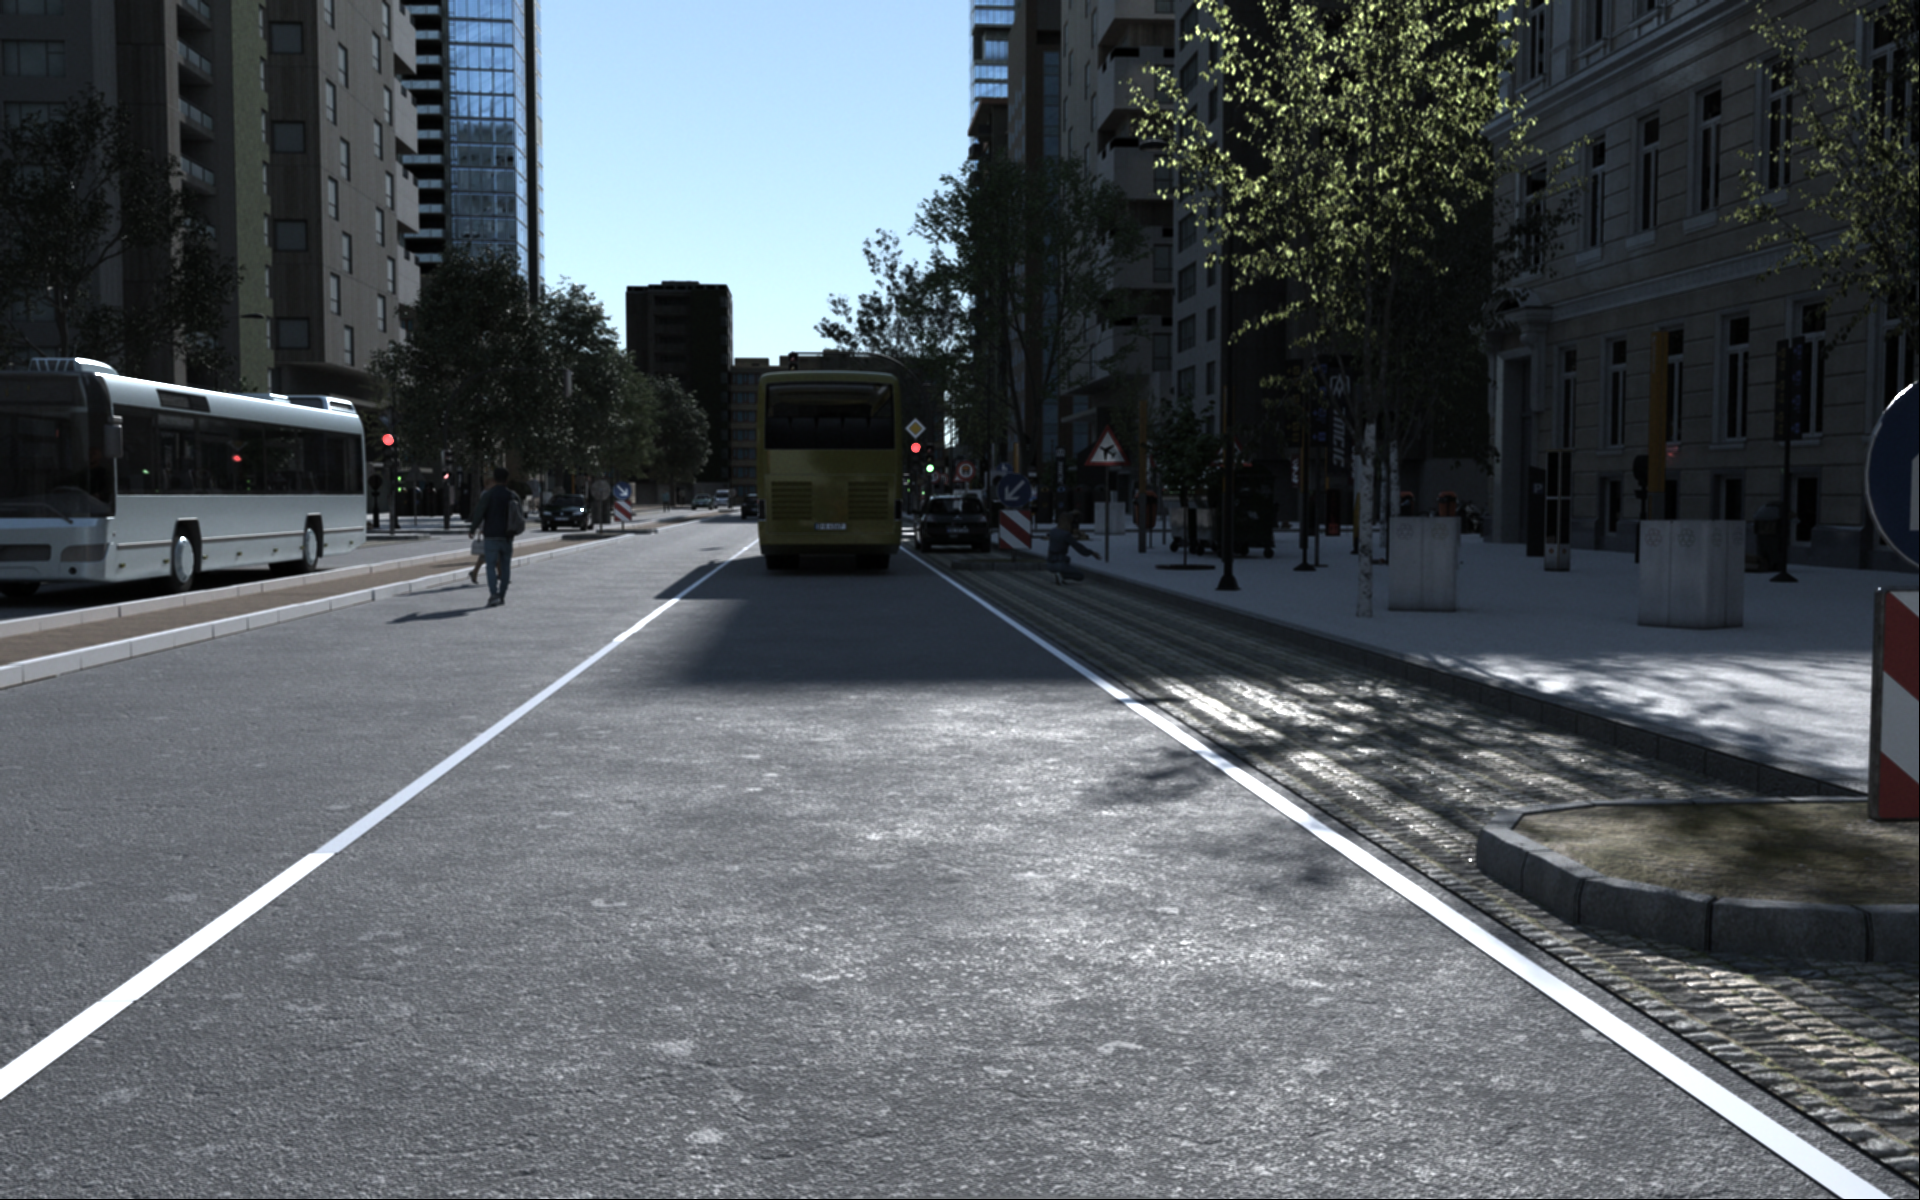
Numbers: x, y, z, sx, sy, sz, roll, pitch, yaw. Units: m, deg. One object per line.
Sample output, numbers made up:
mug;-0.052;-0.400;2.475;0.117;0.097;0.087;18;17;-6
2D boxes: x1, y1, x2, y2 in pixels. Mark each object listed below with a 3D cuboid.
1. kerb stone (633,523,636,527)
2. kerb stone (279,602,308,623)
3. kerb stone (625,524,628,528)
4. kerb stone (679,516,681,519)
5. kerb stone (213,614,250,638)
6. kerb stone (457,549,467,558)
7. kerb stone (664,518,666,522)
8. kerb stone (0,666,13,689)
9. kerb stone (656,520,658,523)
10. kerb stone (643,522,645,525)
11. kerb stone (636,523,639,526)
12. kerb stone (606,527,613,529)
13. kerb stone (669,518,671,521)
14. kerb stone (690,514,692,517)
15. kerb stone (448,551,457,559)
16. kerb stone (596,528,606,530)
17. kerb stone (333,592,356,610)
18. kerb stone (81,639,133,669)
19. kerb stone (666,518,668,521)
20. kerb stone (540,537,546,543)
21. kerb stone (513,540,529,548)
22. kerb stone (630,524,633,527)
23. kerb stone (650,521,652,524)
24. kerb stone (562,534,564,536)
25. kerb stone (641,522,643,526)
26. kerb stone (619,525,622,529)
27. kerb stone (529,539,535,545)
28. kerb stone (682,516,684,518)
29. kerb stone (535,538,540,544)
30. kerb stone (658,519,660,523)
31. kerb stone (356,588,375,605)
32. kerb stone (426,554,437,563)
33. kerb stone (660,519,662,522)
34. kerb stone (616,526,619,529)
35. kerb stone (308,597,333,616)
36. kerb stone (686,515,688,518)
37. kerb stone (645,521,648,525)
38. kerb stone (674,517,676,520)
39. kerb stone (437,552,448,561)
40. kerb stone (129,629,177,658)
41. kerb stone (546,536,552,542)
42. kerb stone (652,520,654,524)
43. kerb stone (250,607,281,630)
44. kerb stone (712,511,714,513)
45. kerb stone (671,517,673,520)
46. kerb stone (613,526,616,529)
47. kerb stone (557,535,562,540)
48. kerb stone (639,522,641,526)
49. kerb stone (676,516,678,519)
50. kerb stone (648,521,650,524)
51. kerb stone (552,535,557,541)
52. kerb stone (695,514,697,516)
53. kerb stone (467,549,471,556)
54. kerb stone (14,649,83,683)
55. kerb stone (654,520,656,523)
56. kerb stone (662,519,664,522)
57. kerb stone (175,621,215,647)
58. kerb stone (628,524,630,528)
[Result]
kerb stone;-14.128;-3.183;74.235;0.120;0.150;1.000;0;4;-5
kerb stone;-7.660;0.152;19.715;0.120;0.150;1.000;0;4;-5
kerb stone;-13.878;-2.996;71.174;0.120;0.150;1.000;0;4;-5
kerb stone;-16.001;-4.619;97.717;0.120;0.150;1.000;0;4;-5
kerb stone;-7.500;0.278;17.675;0.120;0.150;1.000;0;4;-5
kerb stone;-11.303;-1.022;38.939;0.120;0.150;1.000;0;4;-5
kerb stone;-15.262;-4.057;88.522;0.120;0.150;1.000;0;4;-5
kerb stone;-7.087;0.597;12.549;0.120;0.150;1.000;0;4;-5
kerb stone;-14.939;-3.807;84.442;0.120;0.150;1.000;0;4;-5
kerb stone;-14.450;-3.430;78.313;0.120;0.150;1.000;0;4;-5
kerb stone;-14.193;-3.245;75.257;0.120;0.150;1.000;0;4;-5
kerb stone;-13.468;-2.683;66.069;0.120;0.150;1.000;0;4;-5
kerb stone;-15.514;-4.240;91.586;0.120;0.150;1.000;0;4;-5
kerb stone;-16.654;-5.117;105.897;0.120;0.150;1.000;0;4;-5
kerb stone;-11.225;-0.962;37.920;0.120;0.150;1.000;0;4;-5
kerb stone;-13.314;-2.558;64.029;0.120;0.150;1.000;0;4;-5
kerb stone;-7.825;0.031;21.768;0.120;0.150;1.000;0;4;-5
kerb stone;-7.256;0.464;14.603;0.120;0.150;1.000;0;4;-5
kerb stone;-15.347;-4.119;89.540;0.120;0.150;1.000;0;4;-5
kerb stone;-12.198;-1.708;50.175;0.120;0.150;1.000;0;4;-5
kerb stone;-11.951;-1.524;47.112;0.120;0.150;1.000;0;4;-5
kerb stone;-14.045;-3.121;73.216;0.120;0.150;1.000;0;4;-5
kerb stone;-14.695;-3.620;81.385;0.120;0.150;1.000;0;4;-5
kerb stone;-12.529;-1.962;54.273;0.120;0.150;1.000;0;4;-5
kerb stone;-14.360;-3.370;77.295;0.120;0.150;1.000;0;4;-5
kerb stone;-13.723;-2.871;69.129;0.120;0.150;1.000;0;4;-5
kerb stone;-12.036;-1.586;48.131;0.120;0.150;1.000;0;4;-5
kerb stone;-16.154;-4.743;99.770;0.120;0.150;1.000;0;4;-5
kerb stone;-12.123;-1.647;49.156;0.120;0.150;1.000;0;4;-5
kerb stone;-15.018;-3.870;85.464;0.120;0.150;1.000;0;4;-5
kerb stone;-7.915;-0.031;22.787;0.120;0.150;1.000;0;4;-5
kerb stone;-11.062;-0.837;35.875;0.120;0.150;1.000;0;4;-5
kerb stone;-15.095;-3.932;86.484;0.120;0.150;1.000;0;4;-5
kerb stone;-13.638;-2.803;68.109;0.120;0.150;1.000;0;4;-5
kerb stone;-7.745;0.098;20.734;0.120;0.150;1.000;0;4;-5
kerb stone;-16.411;-4.932;102.831;0.120;0.150;1.000;0;4;-5
kerb stone;-14.534;-3.494;79.333;0.120;0.150;1.000;0;4;-5
kerb stone;-15.758;-4.432;94.651;0.120;0.150;1.000;0;4;-5
kerb stone;-11.140;-0.899;36.899;0.120;0.150;1.000;0;4;-5
kerb stone;-7.338;0.402;15.626;0.120;0.150;1.000;0;4;-5
kerb stone;-12.282;-1.769;51.193;0.120;0.150;1.000;0;4;-5
kerb stone;-14.778;-3.680;82.404;0.120;0.150;1.000;0;4;-5
kerb stone;-7.579;0.215;18.696;0.120;0.150;1.000;0;4;-5
kerb stone;-18.361;-6.428;127.330;0.120;0.150;1.000;0;4;-5
kerb stone;-15.594;-4.307;92.613;0.120;0.150;1.000;0;4;-5
kerb stone;-13.556;-2.746;67.087;0.120;0.150;1.000;0;4;-5
kerb stone;-12.443;-1.892;53.236;0.120;0.150;1.000;0;4;-5
kerb stone;-14.289;-3.308;76.275;0.120;0.150;1.000;0;4;-5
kerb stone;-15.841;-4.490;95.670;0.120;0.150;1.000;0;4;-5
kerb stone;-14.613;-3.557;80.358;0.120;0.150;1.000;0;4;-5
kerb stone;-12.368;-1.830;52.217;0.120;0.150;1.000;0;4;-5
kerb stone;-16.981;-5.369;109.978;0.120;0.150;1.000;0;4;-5
kerb stone;-11.387;-1.086;39.958;0.120;0.150;1.000;0;4;-5
kerb stone;-7.171;0.527;13.576;0.120;0.150;1.000;0;4;-5
kerb stone;-14.852;-3.743;83.424;0.120;0.150;1.000;0;4;-5
kerb stone;-15.186;-3.994;87.502;0.120;0.150;1.000;0;4;-5
kerb stone;-7.423;0.339;16.647;0.120;0.150;1.000;0;4;-5
kerb stone;-13.966;-3.058;72.195;0.120;0.150;1.000;0;4;-5
